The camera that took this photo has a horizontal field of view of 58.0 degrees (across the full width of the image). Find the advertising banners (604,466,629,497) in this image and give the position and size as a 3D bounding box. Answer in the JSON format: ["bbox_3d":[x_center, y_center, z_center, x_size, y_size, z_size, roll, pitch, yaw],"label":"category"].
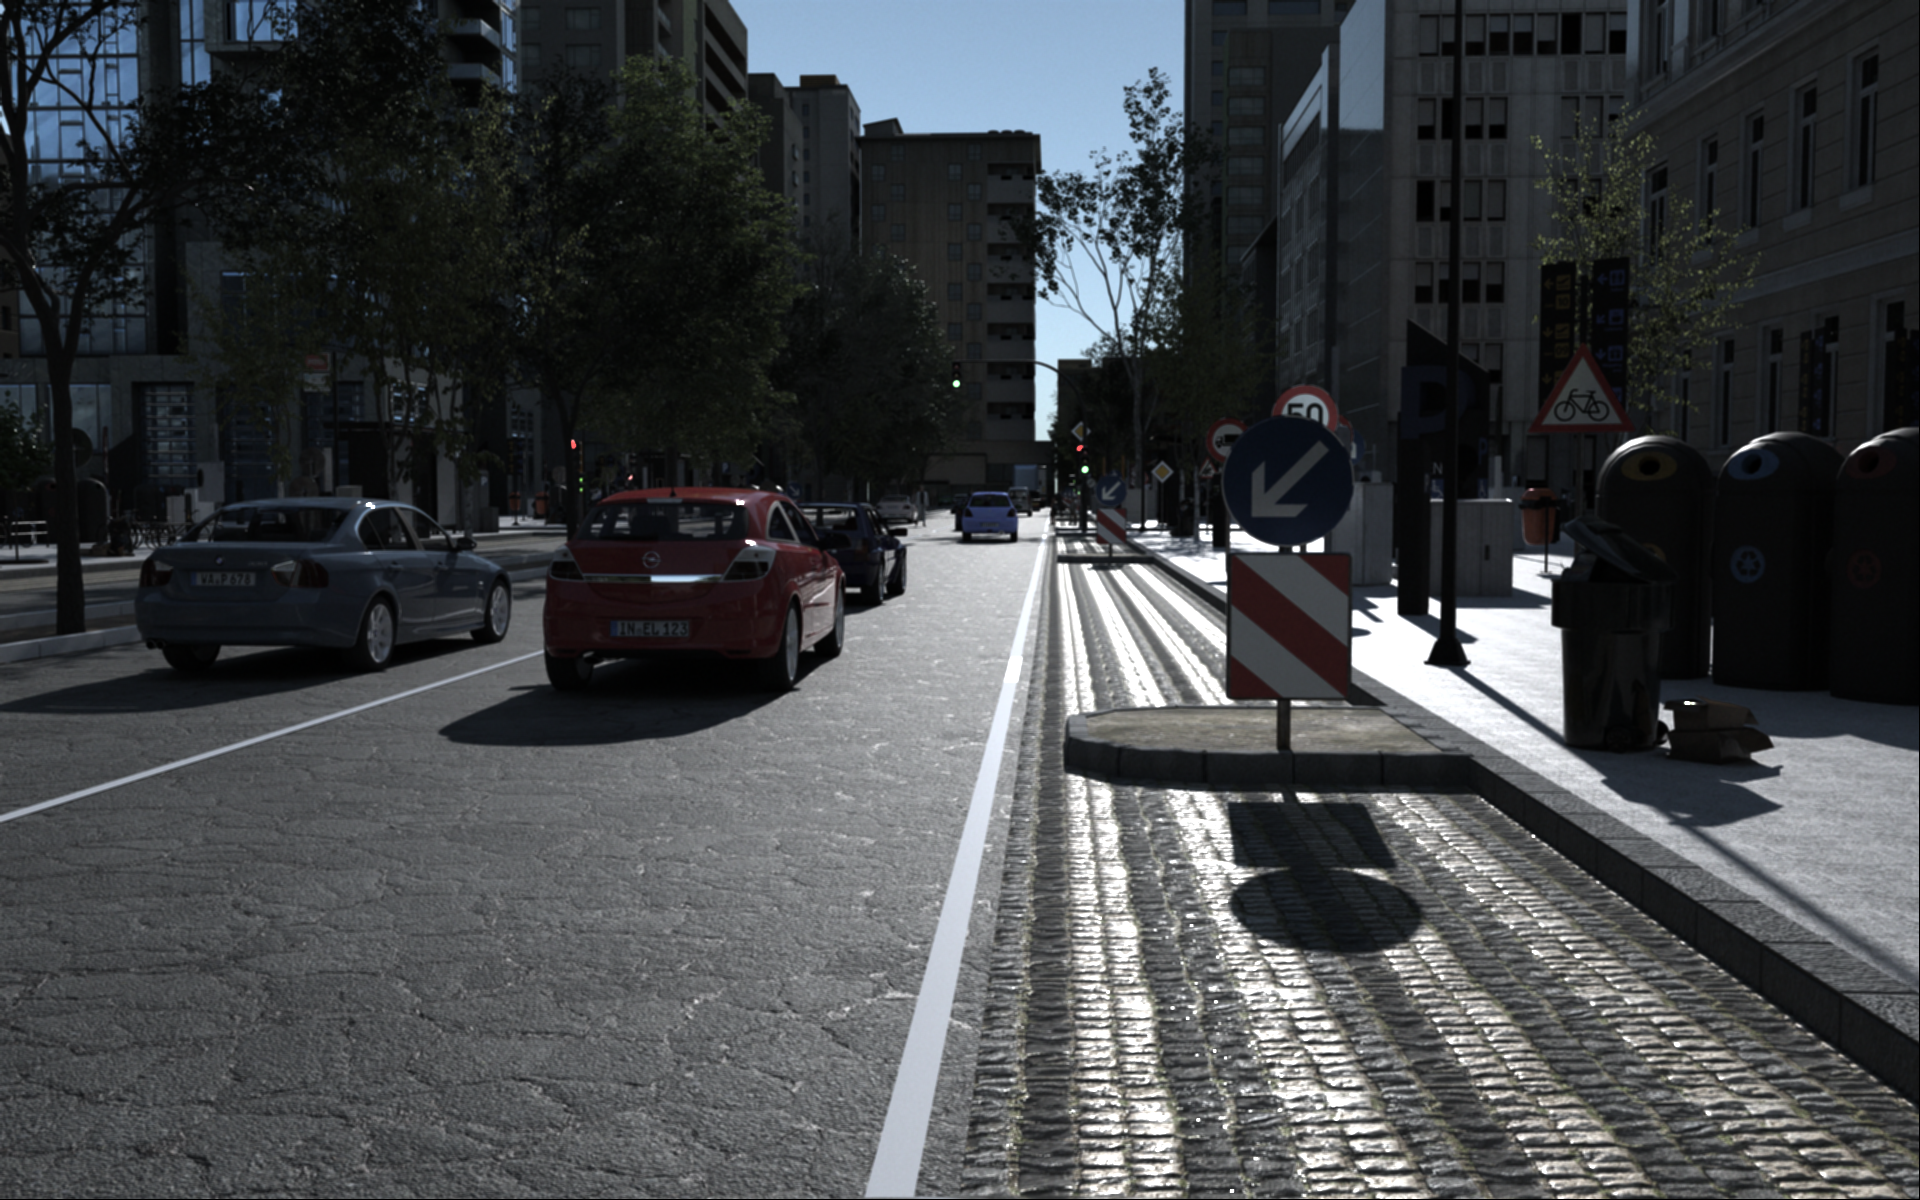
[{"bbox_3d":[-21.209,-6.794,107.274,2.074,3.025,0.090,2,4,25],"label":"advertising banners"}]

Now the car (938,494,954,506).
[{"bbox_3d":[-1.646,-12.039,205.636,1.959,1.807,4.718,0,4,2],"label":"car"}]

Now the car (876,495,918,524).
[{"bbox_3d":[-3.102,-4.469,85.424,2.083,1.381,4.827,0,4,3],"label":"car"}]

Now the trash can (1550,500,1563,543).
[{"bbox_3d":[15.341,-2.051,45.188,0.748,1.137,0.748,0,3,0],"label":"trash can"}]

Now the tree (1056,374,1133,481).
[{"bbox_3d":[12.076,-13.639,148.754,9.928,11.665,9.643,0,3,0],"label":"tree"}]

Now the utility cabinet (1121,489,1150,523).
[{"bbox_3d":[7.673,-4.137,76.320,1.173,1.500,0.318,-2,4,-29],"label":"utility cabinet"}]

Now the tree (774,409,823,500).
[{"bbox_3d":[-12.112,-10.968,129.694,4.360,8.622,3.978,0,3,0],"label":"tree"}]

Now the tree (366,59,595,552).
[{"bbox_3d":[-8.367,-4.690,29.504,4.360,8.622,3.978,0,3,0],"label":"tree"}]

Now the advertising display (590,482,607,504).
[{"bbox_3d":[-19.447,-5.355,92.764,0.974,1.923,0.123,3,4,37],"label":"advertising display"}]

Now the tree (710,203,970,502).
[{"bbox_3d":[-5.925,-9.792,72.932,12.009,13.543,11.850,0,3,0],"label":"tree"}]

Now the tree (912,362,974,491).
[{"bbox_3d":[-2.751,-12.283,129.042,9.928,11.665,9.643,0,3,0],"label":"tree"}]

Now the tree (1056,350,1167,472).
[{"bbox_3d":[9.859,-10.855,111.896,7.601,10.594,8.767,-1,4,-9],"label":"tree"}]

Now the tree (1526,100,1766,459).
[{"bbox_3d":[12.504,-5.036,32.698,4.360,8.622,3.978,0,3,0],"label":"tree"}]

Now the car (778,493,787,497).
[{"bbox_3d":[-8.696,-4.301,79.912,1.945,1.707,3.694,0,4,1],"label":"car"}]

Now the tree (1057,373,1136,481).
[{"bbox_3d":[12.739,-14.934,162.294,7.486,12.596,7.792,0,3,0],"label":"tree"}]

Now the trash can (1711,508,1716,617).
[{"bbox_3d":[7.822,-0.408,18.321,0.748,1.137,0.748,0,3,0],"label":"trash can"}]

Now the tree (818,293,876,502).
[{"bbox_3d":[-7.267,-7.079,52.612,8.767,10.594,7.601,0,4,3],"label":"tree"}]

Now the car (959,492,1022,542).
[{"bbox_3d":[0.940,-2.672,53.283,1.945,1.707,3.694,0,4,2],"label":"car"}]

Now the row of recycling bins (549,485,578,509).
[{"bbox_3d":[-18.723,-4.622,82.685,1.069,1.692,3.534,0,4,4],"label":"row of recycling bins"}]

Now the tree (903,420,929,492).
[{"bbox_3d":[-3.758,-9.445,107.249,4.737,8.622,4.395,0,3,0],"label":"tree"}]

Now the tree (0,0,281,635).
[{"bbox_3d":[-8.990,-4.939,17.625,8.767,10.594,7.601,0,4,3],"label":"tree"}]

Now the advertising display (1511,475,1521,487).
[{"bbox_3d":[18.468,-3.202,57.563,0.123,1.923,0.974,0,4,7],"label":"advertising display"}]

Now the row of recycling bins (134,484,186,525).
[{"bbox_3d":[-33.777,-4.039,73.154,1.069,1.692,3.534,0,4,3],"label":"row of recycling bins"}]

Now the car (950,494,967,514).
[{"bbox_3d":[0.261,-7.055,127.352,2.014,1.417,4.499,0,4,3],"label":"car"}]

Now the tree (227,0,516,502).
[{"bbox_3d":[-7.900,-4.347,23.892,4.737,8.622,4.395,0,3,0],"label":"tree"}]

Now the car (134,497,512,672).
[{"bbox_3d":[-5.430,-0.202,15.312,2.014,1.417,4.499,0,4,5],"label":"car"}]

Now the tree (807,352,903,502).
[{"bbox_3d":[-5.205,-7.884,81.715,4.737,8.622,4.395,0,3,0],"label":"tree"}]

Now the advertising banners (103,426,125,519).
[{"bbox_3d":[-21.616,-2.939,44.236,0.090,3.025,2.074,-3,4,-37],"label":"advertising banners"}]

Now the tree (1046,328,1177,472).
[{"bbox_3d":[10.977,-13.304,127.884,12.009,13.543,11.850,0,3,0],"label":"tree"}]

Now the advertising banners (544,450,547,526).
[{"bbox_3d":[-16.765,-4.517,70.034,0.090,3.025,2.074,-1,4,-14],"label":"advertising banners"}]

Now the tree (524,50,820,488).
[{"bbox_3d":[-7.555,-7.605,44.927,7.486,12.596,7.792,0,3,0],"label":"tree"}]

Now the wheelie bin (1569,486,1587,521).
[{"bbox_3d":[23.536,-3.568,66.243,0.693,1.594,0.980,-1,4,-23],"label":"wheelie bin"}]

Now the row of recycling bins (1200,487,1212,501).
[{"bbox_3d":[15.056,-5.997,105.161,3.534,1.692,1.069,2,4,25],"label":"row of recycling bins"}]

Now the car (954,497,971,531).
[{"bbox_3d":[0.725,-3.474,69.380,1.945,1.354,3.894,0,4,2],"label":"car"}]

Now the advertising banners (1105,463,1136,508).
[{"bbox_3d":[9.059,-6.218,97.859,2.074,3.025,0.090,0,4,7],"label":"advertising banners"}]

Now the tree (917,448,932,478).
[{"bbox_3d":[-7.522,-17.307,217.375,8.767,10.594,7.601,-2,4,-25],"label":"tree"}]

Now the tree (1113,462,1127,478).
[{"bbox_3d":[9.536,-6.716,104.400,1.663,3.219,1.824,0,3,0],"label":"tree"}]

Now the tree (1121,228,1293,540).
[{"bbox_3d":[6.725,-5.970,47.975,4.737,8.622,4.395,0,3,0],"label":"tree"}]

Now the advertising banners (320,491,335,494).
[{"bbox_3d":[-25.176,-4.556,70.678,2.074,3.025,0.090,0,4,2],"label":"advertising banners"}]

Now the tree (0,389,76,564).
[{"bbox_3d":[-17.576,-2.287,32.000,1.663,3.219,1.824,0,3,0],"label":"tree"}]

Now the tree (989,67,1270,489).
[{"bbox_3d":[7.692,-13.695,79.803,12.611,20.169,13.585,0,3,0],"label":"tree"}]

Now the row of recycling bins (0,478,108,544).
[{"bbox_3d":[-23.998,-2.304,44.791,3.534,1.692,1.069,-3,5,-43],"label":"row of recycling bins"}]

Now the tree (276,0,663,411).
[{"bbox_3d":[-7.872,-6.032,35.496,8.767,10.594,7.601,0,4,3],"label":"tree"}]

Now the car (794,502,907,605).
[{"bbox_3d":[-1.744,-0.680,23.698,1.945,1.354,3.894,0,4,5],"label":"car"}]

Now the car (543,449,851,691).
[{"bbox_3d":[-2.013,-0.309,14.092,2.155,1.783,4.494,0,4,3],"label":"car"}]

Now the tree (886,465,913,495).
[{"bbox_3d":[-9.530,-13.866,161.125,7.601,10.594,8.767,-2,4,-27],"label":"tree"}]

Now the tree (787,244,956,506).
[{"bbox_3d":[-5.027,-10.998,88.936,9.857,13.997,8.962,0,3,0],"label":"tree"}]

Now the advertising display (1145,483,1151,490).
[{"bbox_3d":[11.140,-5.851,100.885,0.974,1.923,0.123,0,4,2],"label":"advertising display"}]

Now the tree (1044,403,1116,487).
[{"bbox_3d":[15.518,-19.088,218.739,9.857,13.997,8.962,0,3,0],"label":"tree"}]

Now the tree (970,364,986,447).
[{"bbox_3d":[-3.306,-12.476,116.807,12.009,13.543,11.850,0,3,0],"label":"tree"}]

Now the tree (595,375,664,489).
[{"bbox_3d":[-14.785,-7.742,76.941,4.737,8.622,4.395,0,3,0],"label":"tree"}]

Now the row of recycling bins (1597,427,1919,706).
[{"bbox_3d":[5.672,-0.251,11.212,1.069,1.692,3.534,-2,4,-31],"label":"row of recycling bins"}]

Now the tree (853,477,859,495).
[{"bbox_3d":[-10.293,-10.979,174.109,1.663,3.219,1.824,0,3,0],"label":"tree"}]
